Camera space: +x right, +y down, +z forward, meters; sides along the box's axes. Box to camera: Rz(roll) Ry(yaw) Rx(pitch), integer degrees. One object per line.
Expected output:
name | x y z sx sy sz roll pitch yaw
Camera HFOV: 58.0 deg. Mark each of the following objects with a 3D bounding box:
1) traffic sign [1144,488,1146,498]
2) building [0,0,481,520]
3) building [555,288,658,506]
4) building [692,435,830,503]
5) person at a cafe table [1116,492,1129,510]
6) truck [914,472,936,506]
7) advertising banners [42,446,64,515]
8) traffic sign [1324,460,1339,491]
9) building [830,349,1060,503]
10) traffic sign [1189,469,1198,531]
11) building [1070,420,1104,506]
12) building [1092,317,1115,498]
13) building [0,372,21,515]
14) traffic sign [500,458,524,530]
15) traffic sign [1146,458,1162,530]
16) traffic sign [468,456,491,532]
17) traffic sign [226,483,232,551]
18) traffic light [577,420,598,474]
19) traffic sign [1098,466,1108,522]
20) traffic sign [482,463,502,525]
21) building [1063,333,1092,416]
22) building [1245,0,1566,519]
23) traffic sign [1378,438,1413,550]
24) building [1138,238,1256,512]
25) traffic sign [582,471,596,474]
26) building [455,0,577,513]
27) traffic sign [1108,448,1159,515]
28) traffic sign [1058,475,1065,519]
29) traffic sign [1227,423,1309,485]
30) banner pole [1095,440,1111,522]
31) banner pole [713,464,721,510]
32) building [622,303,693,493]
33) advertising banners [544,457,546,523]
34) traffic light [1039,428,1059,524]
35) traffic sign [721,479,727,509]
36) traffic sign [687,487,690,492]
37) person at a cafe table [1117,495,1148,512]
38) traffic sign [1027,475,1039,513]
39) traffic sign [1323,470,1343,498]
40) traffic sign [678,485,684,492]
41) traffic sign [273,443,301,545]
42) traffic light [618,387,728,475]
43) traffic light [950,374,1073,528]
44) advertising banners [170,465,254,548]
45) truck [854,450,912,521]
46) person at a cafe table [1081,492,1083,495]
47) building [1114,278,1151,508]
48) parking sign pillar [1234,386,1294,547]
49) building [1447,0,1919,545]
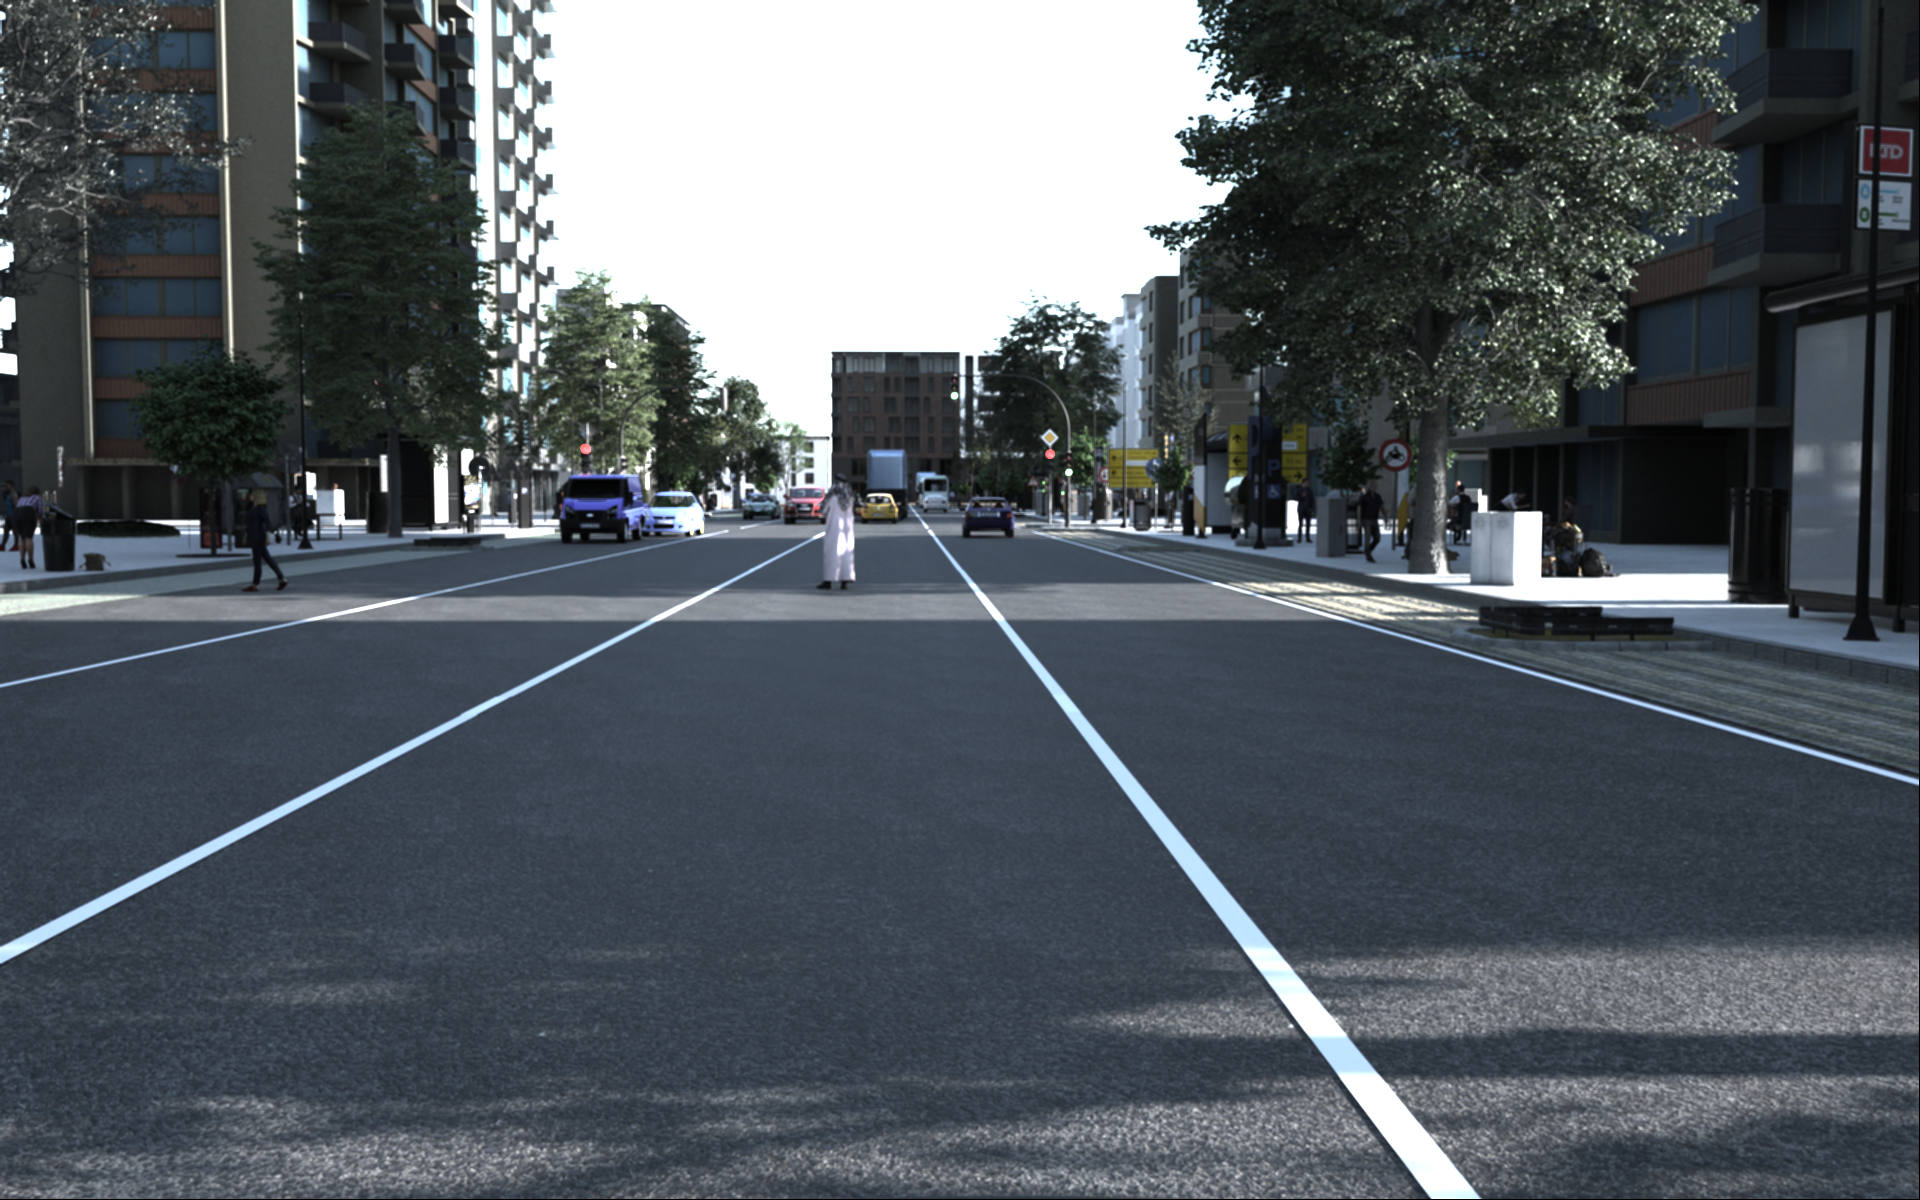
traffic sign | 8.624 -4.939 80.859 0.768 2.556 0.104 0 4 6
building | -39.870 -27.027 96.522 22.147 44.769 28.867 0 4 -2
building | -39.272 -18.222 164.383 16.747 18.905 31.486 0 4 -2
building | -32.775 -18.697 247.836 28.070 9.664 9.099 0 4 -2
person at a cafe table | 13.282 -8.269 143.716 1.698 1.524 1.622 -1 4 -14
truck | -4.023 -13.259 206.549 2.967 4.110 18.799 0 4 -1
advertising banners | -33.513 -4.149 64.030 2.074 3.025 0.090 3 5 42
traffic sign | 10.285 -2.881 47.213 0.768 2.556 0.104 0 4 3
building | -2.571 -25.325 258.044 32.646 21.610 27.936 0 4 -2
traffic sign | 8.330 -3.715 60.737 0.884 2.594 0.081 0 4 0
building | 17.462 -15.132 189.551 9.099 9.664 28.070 0 4 -2
building | 21.735 -19.095 168.621 16.016 20.091 11.380 0 4 -2
building | -71.522 -30.938 95.080 27.495 52.752 28.713 0 4 -2
traffic sign | -15.966 -3.775 61.727 0.884 2.594 0.081 0 4 0
traffic sign | 6.969 -3.761 61.599 0.768 2.556 0.104 0 4 7
traffic sign | -16.165 -3.557 58.256 0.768 2.556 0.104 0 4 0
traffic sign | -16.330 -2.358 38.658 0.768 2.556 0.104 0 4 -1
traffic light | -14.080 -4.686 65.543 0.839 4.253 0.868 0 4 -2
traffic sign | 6.744 -4.863 79.620 0.768 2.556 0.104 0 4 8
traffic sign | -19.678 -4.456 72.858 0.884 2.594 0.081 0 4 6
building | 20.405 -21.605 209.661 16.016 20.091 11.380 0 4 -2
building | 31.434 -29.227 97.463 30.456 49.044 23.786 0 4 -2
traffic sign | 9.907 -2.408 39.482 0.768 2.556 0.104 0 4 8
building | 29.394 -17.541 131.829 27.650 21.520 28.899 0 4 -2
traffic sign | -17.463 -4.995 81.405 0.795 2.593 0.064 0 4 -1
building | -41.755 -30.983 126.173 23.786 49.044 30.456 0 4 -2
traffic sign | 7.685 -5.070 76.772 2.265 3.308 0.079 0 4 0
traffic sign | 5.485 -5.540 90.677 0.768 2.556 0.104 0 4 3
traffic sign | 8.741 -3.387 49.243 2.265 3.308 0.079 0 4 8
banner pole | 6.594 -5.531 80.441 0.863 3.779 0.401 2 4 30
banner pole | -20.188 -9.402 143.731 0.863 3.779 0.401 -2 4 -29
building | -48.242 -21.731 199.274 32.646 21.610 27.936 0 4 -2
advertising banners | -18.764 -5.019 78.249 0.090 3.025 2.074 -1 4 -13
traffic light | 3.816 -5.213 74.160 0.839 4.253 0.868 0 4 -2
traffic sign | -20.119 -8.943 146.214 0.884 2.594 0.081 0 4 6
traffic sign | -18.109 -6.973 116.132 0.606 2.300 0.079 0 4 1
person at a cafe table | 12.020 -6.593 118.664 1.726 1.238 1.698 -1 4 -13
traffic sign | 4.831 -6.993 114.336 0.884 2.594 0.081 0 4 7
traffic sign | 8.963 -2.491 40.725 0.884 2.594 0.081 0 4 0
traffic sign | -19.897 -7.480 122.296 0.884 2.594 0.081 0 4 2
traffic sign | -16.765 -2.635 43.184 0.768 2.556 0.104 0 4 5
traffic light | -12.266 -6.053 73.630 4.771 5.953 1.251 0 4 -2
traffic light | 2.002 -5.584 65.967 4.771 5.953 1.251 0 4 -2
advertising banners | -17.651 -2.730 40.825 2.074 3.025 0.090 -1 4 -10
truck | -4.400 -6.716 99.570 2.967 4.110 18.799 0 4 0
person at a cafe table | 10.676 -8.422 146.208 1.622 1.524 1.698 0 4 5
building | 22.996 -18.402 157.298 16.016 20.091 11.380 0 4 -2
parking sign pillar | 7.508 -3.314 42.649 1.447 3.967 1.447 -1 4 -10
building | 26.509 -23.606 40.590 22.147 44.769 28.867 0 4 -2
